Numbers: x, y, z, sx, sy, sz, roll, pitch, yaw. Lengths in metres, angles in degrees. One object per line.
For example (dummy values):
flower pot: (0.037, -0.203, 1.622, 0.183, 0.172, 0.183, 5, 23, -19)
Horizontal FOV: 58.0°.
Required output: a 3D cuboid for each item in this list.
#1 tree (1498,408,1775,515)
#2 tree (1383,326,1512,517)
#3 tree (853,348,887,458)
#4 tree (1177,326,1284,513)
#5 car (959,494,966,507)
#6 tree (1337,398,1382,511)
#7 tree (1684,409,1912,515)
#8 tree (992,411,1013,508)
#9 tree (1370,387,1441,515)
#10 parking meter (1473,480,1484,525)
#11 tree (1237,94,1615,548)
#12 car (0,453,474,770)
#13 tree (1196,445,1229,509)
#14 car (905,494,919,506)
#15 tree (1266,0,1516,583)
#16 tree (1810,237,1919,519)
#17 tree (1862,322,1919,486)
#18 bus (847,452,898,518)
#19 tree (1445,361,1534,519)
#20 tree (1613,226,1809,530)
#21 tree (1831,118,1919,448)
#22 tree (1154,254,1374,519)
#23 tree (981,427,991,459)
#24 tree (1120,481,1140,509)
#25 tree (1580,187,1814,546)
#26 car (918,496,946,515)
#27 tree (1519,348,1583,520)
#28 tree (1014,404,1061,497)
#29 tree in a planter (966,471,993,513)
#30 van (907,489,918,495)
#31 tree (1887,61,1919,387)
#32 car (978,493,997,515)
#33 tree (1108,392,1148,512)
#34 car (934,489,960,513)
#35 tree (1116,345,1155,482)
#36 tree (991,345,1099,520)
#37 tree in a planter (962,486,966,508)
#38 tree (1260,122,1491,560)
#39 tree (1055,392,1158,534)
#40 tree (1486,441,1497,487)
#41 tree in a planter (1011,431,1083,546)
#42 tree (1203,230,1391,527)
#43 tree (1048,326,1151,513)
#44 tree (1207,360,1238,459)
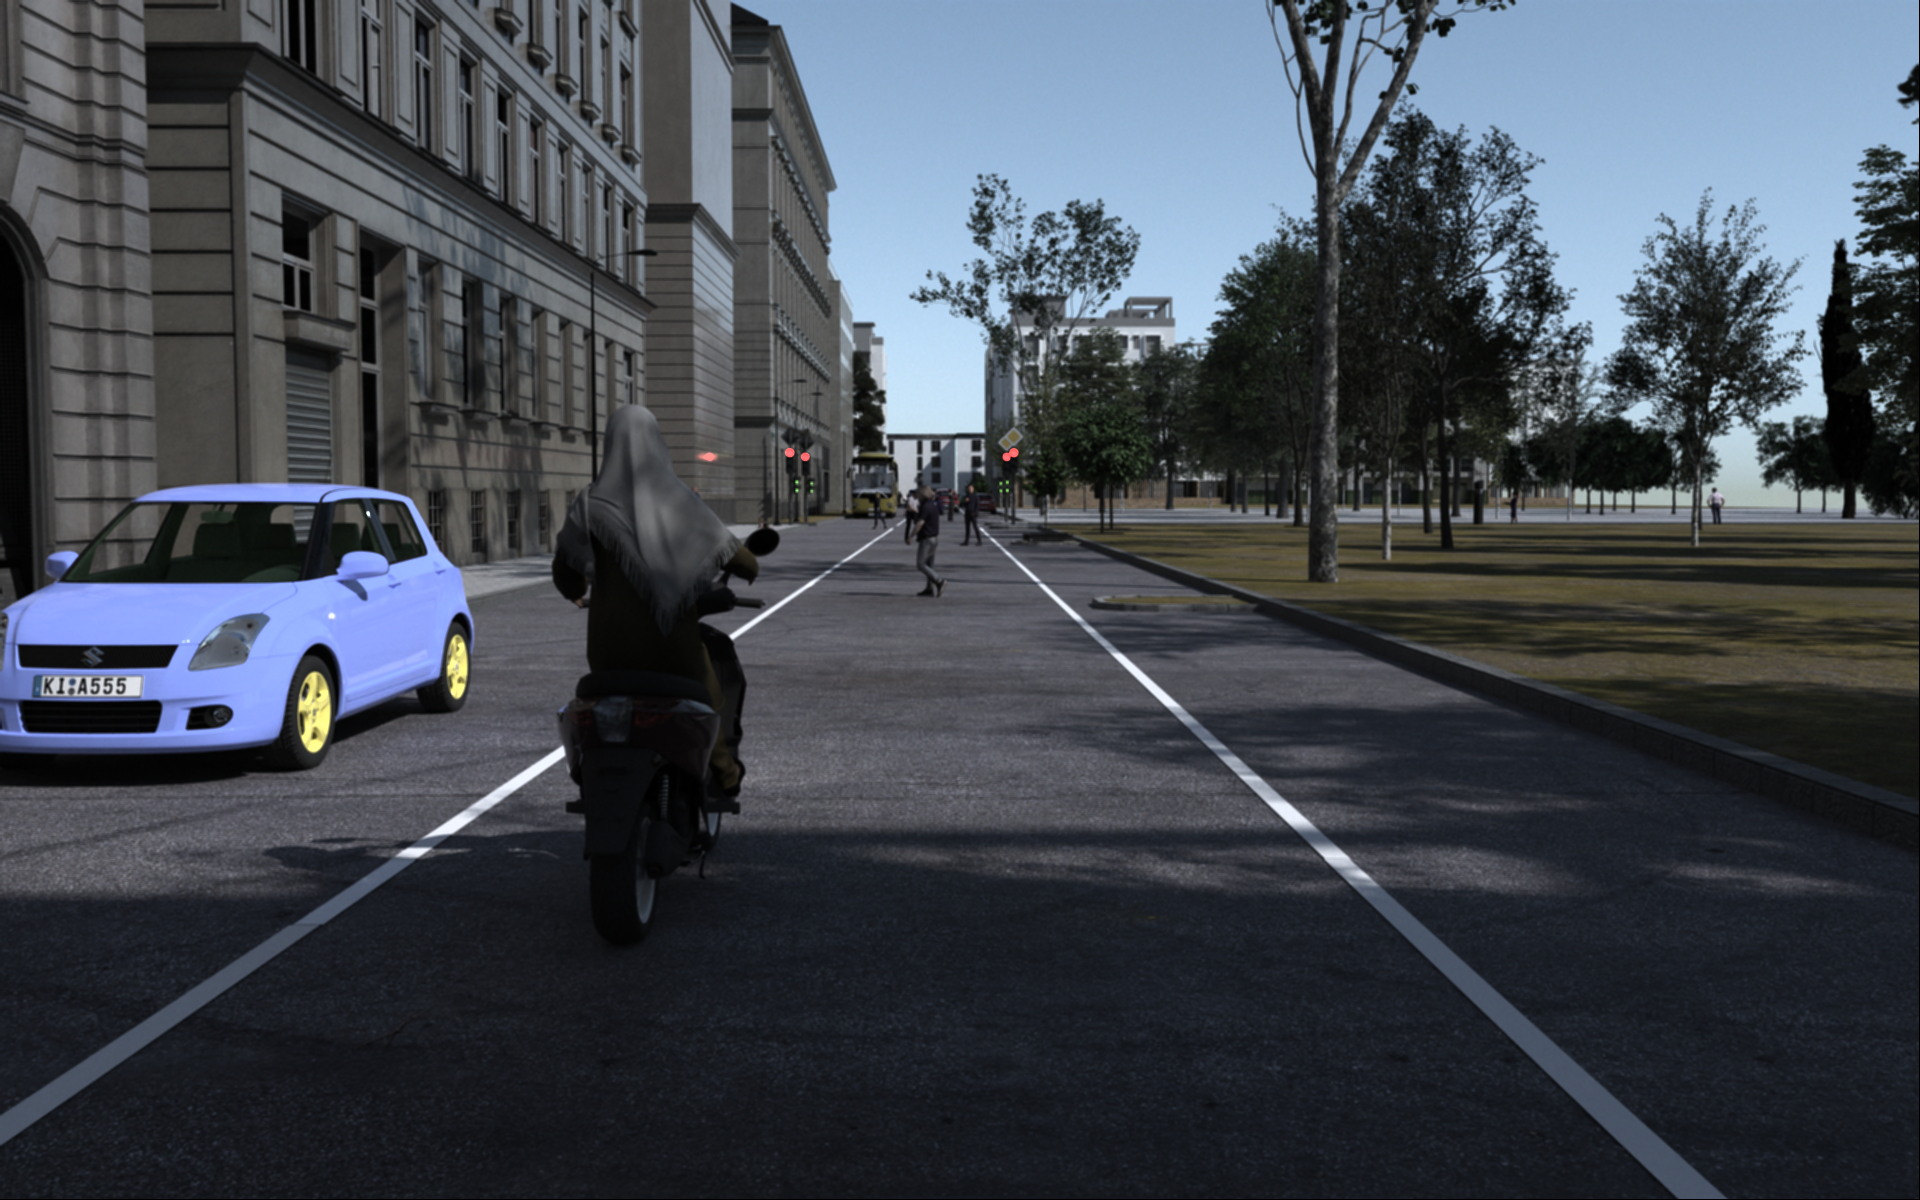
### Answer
tree: (43.201, -9.176, 112.927, 11.467, 7.101, 20.602, 0, 4, 6)
tree: (27.882, -10.701, 97.009, 6.751, 12.117, 7.091, 0, 3, 0)
tree: (-9.704, -14.622, 146.495, 7.806, 13.903, 7.818, 0, 3, 0)
tree: (18.508, -12.002, 114.362, 7.486, 12.596, 7.792, 0, 3, 0)
car: (0.856, -11.517, 197.105, 1.959, 1.807, 4.718, 0, 4, 1)
tree: (30.085, -12.786, 131.110, 6.751, 12.117, 7.091, 0, 3, 0)
tree: (58.504, -9.290, 114.802, 11.467, 7.101, 20.602, 0, 4, -2)
tree: (4.682, -12.460, 154.088, 4.360, 8.622, 3.978, 0, 3, 0)
tree: (27.024, -9.481, 105.373, 4.737, 8.622, 4.395, 0, 3, 0)
parking meter: (21.736, -4.092, 72.608, 0.399, 1.863, 0.255, -3, 5, -43)
tree: (11.233, -6.510, 40.858, 7.601, 10.594, 8.767, 1, 4, 20)
car: (-4.162, -0.033, 10.137, 1.945, 1.707, 3.694, 0, 4, 1)
tree: (21.869, -12.267, 150.928, 4.360, 8.622, 3.978, 0, 3, 0)
car: (-5.076, -11.002, 188.921, 2.155, 1.783, 4.494, 0, 4, -2)
tree: (6.610, -10.281, 23.985, 12.611, 20.169, 13.585, 0, 3, 0)
tree: (52.133, -11.539, 90.492, 13.155, 14.587, 18.604, 2, 4, 34)
tree: (30.493, -6.300, 53.374, 4.360, 8.622, 3.978, 0, 3, 0)
bus: (-5.133, -6.949, 105.159, 2.896, 3.916, 12.252, 0, 4, -1)
tree: (27.730, -8.535, 89.909, 4.737, 8.622, 4.395, 0, 3, 0)
tree: (25.863, -7.746, 61.056, 7.601, 10.594, 8.767, -1, 4, -17)
tree: (27.013, -7.798, 45.629, 7.486, 12.596, 7.792, 0, 3, 0)
tree: (17.035, -11.260, 90.755, 9.857, 13.997, 8.962, 0, 3, 0)
tree: (4.400, -11.940, 145.588, 4.737, 8.622, 4.395, 0, 3, 0)
tree: (13.954, -12.193, 149.709, 4.737, 8.622, 4.395, 0, 3, 0)
tree: (18.392, -5.642, 42.601, 4.360, 8.622, 3.978, 0, 3, 0)
car: (-1.945, -6.450, 118.038, 1.945, 1.354, 3.894, 0, 4, 1)
tree: (29.698, -8.229, 84.900, 4.360, 8.622, 3.978, 0, 3, 0)
tree: (7.188, -11.579, 139.678, 4.360, 8.622, 3.978, 0, 3, 0)
tree in a planter: (1.650, -8.258, 132.238, 1.991, 3.239, 1.994, 0, 4, -1)
van: (-5.843, -13.647, 227.519, 2.240, 2.365, 5.245, 0, 4, -2)
tree: (22.706, -7.753, 34.179, 7.806, 13.903, 7.818, 0, 3, 0)
car: (1.593, -6.942, 122.545, 2.155, 1.783, 4.494, 0, 4, -2)
tree: (11.427, -10.625, 124.079, 4.360, 8.622, 3.978, 0, 3, 0)
car: (-1.126, -7.620, 133.252, 2.281, 1.827, 5.304, 0, 4, -2)
tree: (16.947, -14.300, 140.453, 9.857, 13.997, 8.962, 0, 3, 0)
tree: (4.425, -8.265, 85.491, 4.737, 8.622, 4.395, 0, 3, 0)
tree in a planter: (1.180, -11.291, 181.824, 1.991, 3.239, 1.994, 0, 4, -1)
tree: (8.129, -5.100, 33.745, 4.360, 8.622, 3.978, 0, 3, 0)
tree: (4.649, -4.422, 56.017, 4.285, 4.588, 4.351, 0, 3, 0)
tree: (49.089, -10.610, 136.384, 11.467, 7.101, 20.602, 2, 4, 30)
tree in a planter: (2.443, -3.172, 49.086, 1.991, 3.239, 1.994, 0, 4, -1)
tree: (13.294, -8.653, 67.230, 9.928, 11.665, 9.643, 0, 3, 0)
tree: (9.269, -12.190, 117.433, 7.486, 12.596, 7.792, 0, 3, 0)
tree: (18.405, -10.300, 102.820, 8.767, 10.594, 7.601, 2, 4, 23)
